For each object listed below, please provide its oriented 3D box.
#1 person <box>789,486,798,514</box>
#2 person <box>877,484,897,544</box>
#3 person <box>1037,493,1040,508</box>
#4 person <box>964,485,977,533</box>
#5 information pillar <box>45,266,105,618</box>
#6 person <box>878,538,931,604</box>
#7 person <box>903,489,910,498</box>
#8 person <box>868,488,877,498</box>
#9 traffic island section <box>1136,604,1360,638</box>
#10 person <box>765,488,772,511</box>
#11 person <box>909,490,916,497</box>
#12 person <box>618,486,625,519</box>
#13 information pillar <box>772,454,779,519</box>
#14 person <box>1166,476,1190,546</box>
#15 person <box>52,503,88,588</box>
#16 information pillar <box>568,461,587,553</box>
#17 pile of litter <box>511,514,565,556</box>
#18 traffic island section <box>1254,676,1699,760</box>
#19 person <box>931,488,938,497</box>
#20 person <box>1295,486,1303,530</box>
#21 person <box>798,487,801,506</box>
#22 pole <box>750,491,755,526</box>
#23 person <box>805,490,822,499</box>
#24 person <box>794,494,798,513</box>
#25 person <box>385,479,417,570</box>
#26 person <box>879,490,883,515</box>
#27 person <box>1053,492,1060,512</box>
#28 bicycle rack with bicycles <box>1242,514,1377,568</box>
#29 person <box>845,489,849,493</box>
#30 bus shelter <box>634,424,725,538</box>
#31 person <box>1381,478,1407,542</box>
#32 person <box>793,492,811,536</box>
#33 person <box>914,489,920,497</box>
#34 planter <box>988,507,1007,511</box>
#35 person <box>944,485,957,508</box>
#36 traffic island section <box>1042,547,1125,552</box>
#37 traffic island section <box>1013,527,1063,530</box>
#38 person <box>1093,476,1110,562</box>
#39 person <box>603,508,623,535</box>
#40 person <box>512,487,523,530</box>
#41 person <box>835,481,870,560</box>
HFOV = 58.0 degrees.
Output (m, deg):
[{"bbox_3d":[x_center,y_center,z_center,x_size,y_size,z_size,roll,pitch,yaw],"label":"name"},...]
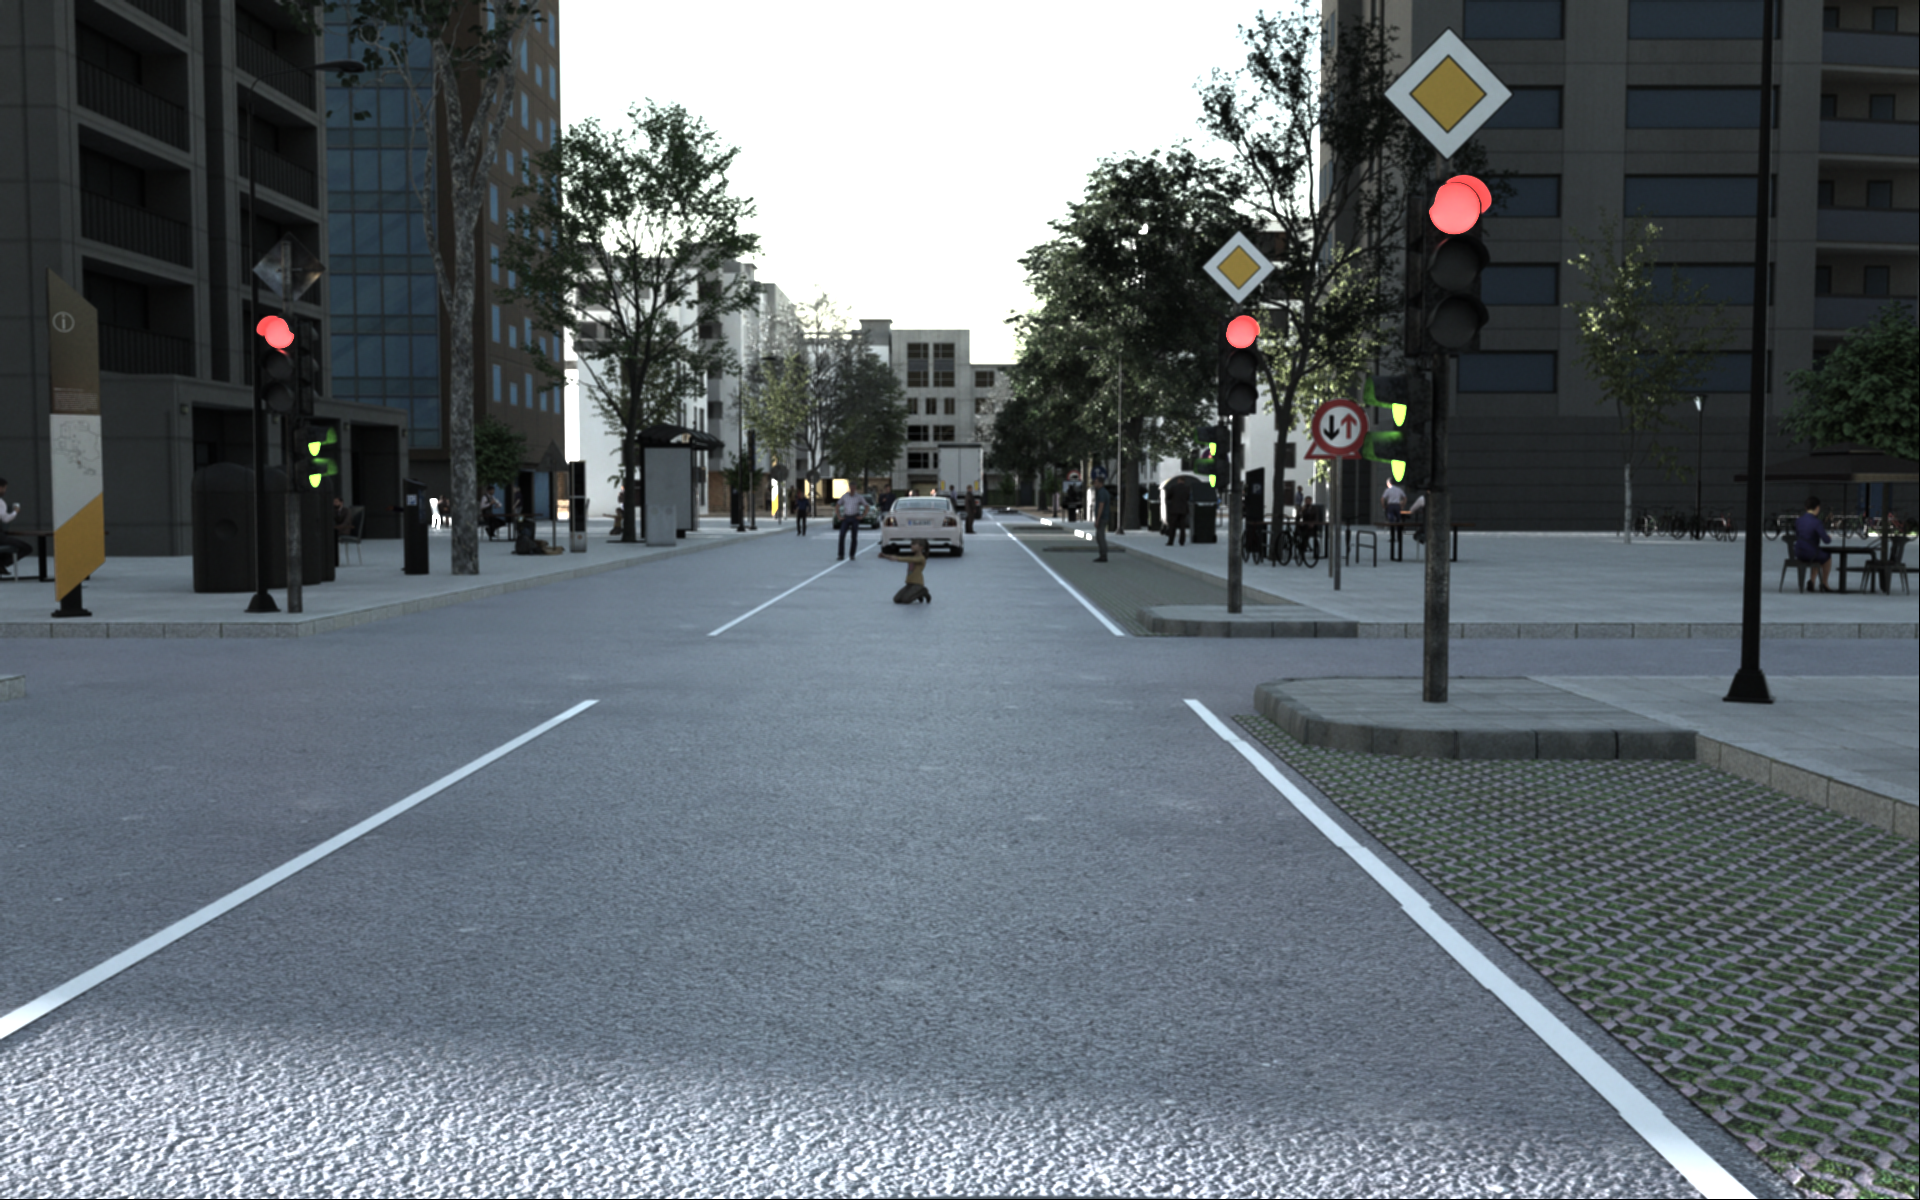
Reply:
[{"bbox_3d":[-10.580,-6.332,109.666,0.705,1.812,1.348,1,4,18],"label":"person"},{"bbox_3d":[-2.074,-2.464,49.709,0.541,1.710,0.530,2,4,32],"label":"person"},{"bbox_3d":[7.116,-8.933,153.570,0.593,1.643,0.415,1,4,18],"label":"person"},{"bbox_3d":[0.397,-3.304,63.072,0.434,1.755,0.990,-1,4,-18],"label":"person"},{"bbox_3d":[-9.240,-1.634,18.076,0.504,3.616,0.183,-3,5,-44],"label":"information pillar"},{"bbox_3d":[-0.701,-0.384,22.705,0.695,0.859,0.347,-2,4,-34],"label":"person"},{"bbox_3d":[-3.416,-6.073,108.309,0.721,1.766,1.217,2,4,25],"label":"person"},{"bbox_3d":[-8.002,-9.211,156.718,0.705,1.814,1.350,2,4,33],"label":"person"},{"bbox_3d":[2.989,0.219,18.708,2.009,0.180,2.903,0,4,0],"label":"traffic island section"},{"bbox_3d":[-14.263,-7.448,128.354,0.617,1.759,0.750,-2,4,-35],"label":"person"},{"bbox_3d":[-1.584,-2.765,55.919,0.471,1.553,0.569,3,4,37],"label":"person"},{"bbox_3d":[-17.439,-5.067,89.709,0.431,1.722,0.655,1,4,21],"label":"person"},{"bbox_3d":[-9.491,-5.972,88.993,0.183,3.616,0.504,-2,4,-35],"label":"information pillar"},{"bbox_3d":[5.430,-2.235,43.279,0.565,1.739,0.600,-3,4,-36],"label":"person"},{"bbox_3d":[-12.098,-1.067,23.619,0.434,1.807,0.598,1,4,9],"label":"person"},{"bbox_3d":[-8.416,-2.056,38.114,0.304,2.012,0.304,-2,4,-28],"label":"information pillar"},{"bbox_3d":[-9.021,-1.406,36.952,1.176,0.858,1.719,0,4,-5],"label":"pile of litter"},{"bbox_3d":[2.963,0.707,10.722,2.009,0.180,2.903,0,4,0],"label":"traffic island section"},{"bbox_3d":[-1.304,-4.561,83.873,0.445,1.727,0.742,-2,4,-35],"label":"person"},{"bbox_3d":[12.112,-3.282,61.771,0.319,1.574,0.516,1,4,11],"label":"person"},{"bbox_3d":[-11.856,-7.430,127.464,0.705,1.831,1.348,0,4,1],"label":"person"},{"bbox_3d":[-8.347,-4.639,69.693,0.158,3.312,0.155,0,3,0],"label":"pole"},{"bbox_3d":[-11.279,-7.797,133.153,1.348,1.869,0.705,-1,4,-15],"label":"person"},{"bbox_3d":[-11.034,-6.517,115.831,0.421,1.427,0.697,1,4,9],"label":"person"},{"bbox_3d":[-9.279,-1.263,29.066,0.453,1.535,0.546,3,5,43],"label":"person"},{"bbox_3d":[-5.441,-6.781,120.281,0.541,1.710,0.530,-3,4,-36],"label":"person"},{"bbox_3d":[6.714,-6.994,121.067,0.551,1.740,0.621,-3,5,-41],"label":"person"},{"bbox_3d":[6.325,-1.090,31.212,2.852,0.926,2.925,0,4,4],"label":"bicycle rack with bicycles"},{"bbox_3d":[-10.935,-9.773,166.278,0.683,1.767,0.568,-3,5,-43],"label":"person"},{"bbox_3d":[-8.513,-3.597,52.732,2.014,3.302,5.546,0,3,0],"label":"bus shelter"},{"bbox_3d":[11.644,-2.426,46.644,0.756,1.711,0.436,0,4,-6],"label":"person"},{"bbox_3d":[-5.529,-2.972,59.784,0.574,1.496,0.600,3,5,41],"label":"person"},{"bbox_3d":[-2.443,-5.729,102.882,0.721,1.743,1.217,1,4,9],"label":"person"},{"bbox_3d":[3.400,-7.795,148.589,1.991,0.319,1.994,0,4,0],"label":"planter"},{"bbox_3d":[-0.450,-4.351,79.503,0.599,1.838,0.709,-1,4,-14],"label":"person"},{"bbox_3d":[3.067,-1.258,43.435,1.991,0.108,1.994,0,4,0],"label":"traffic island section"},{"bbox_3d":[3.148,-2.906,70.379,1.991,0.108,1.994,0,4,0],"label":"traffic island section"},{"bbox_3d":[2.939,-1.696,36.364,0.434,1.807,0.598,2,4,25],"label":"person"},{"bbox_3d":[-10.777,-2.451,54.045,0.347,0.859,0.695,3,4,37],"label":"person"},{"bbox_3d":[-15.915,-3.322,62.570,0.471,1.553,0.569,1,4,15],"label":"person"},{"bbox_3d":[-2.379,-1.736,37.819,0.756,1.711,0.436,1,4,12],"label":"person"}]
